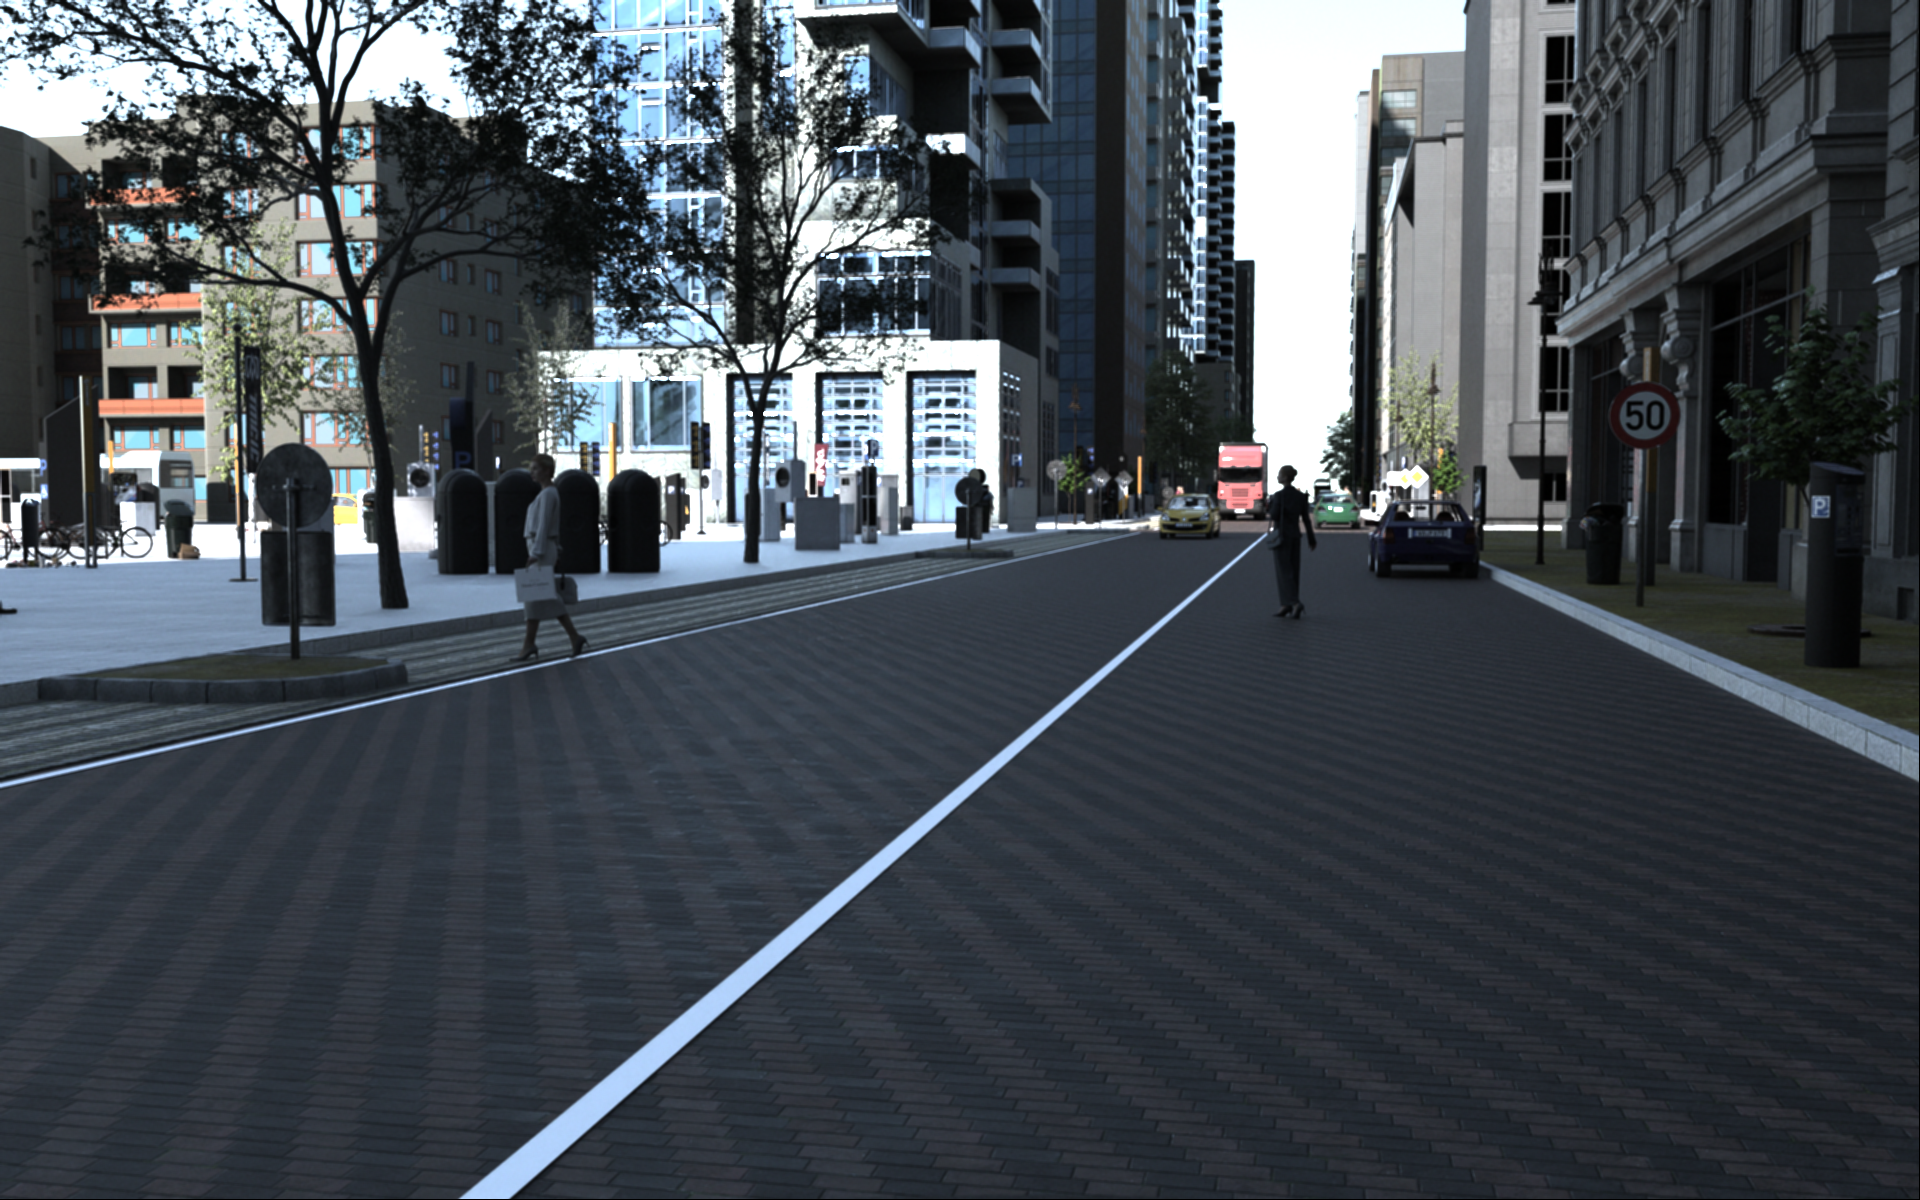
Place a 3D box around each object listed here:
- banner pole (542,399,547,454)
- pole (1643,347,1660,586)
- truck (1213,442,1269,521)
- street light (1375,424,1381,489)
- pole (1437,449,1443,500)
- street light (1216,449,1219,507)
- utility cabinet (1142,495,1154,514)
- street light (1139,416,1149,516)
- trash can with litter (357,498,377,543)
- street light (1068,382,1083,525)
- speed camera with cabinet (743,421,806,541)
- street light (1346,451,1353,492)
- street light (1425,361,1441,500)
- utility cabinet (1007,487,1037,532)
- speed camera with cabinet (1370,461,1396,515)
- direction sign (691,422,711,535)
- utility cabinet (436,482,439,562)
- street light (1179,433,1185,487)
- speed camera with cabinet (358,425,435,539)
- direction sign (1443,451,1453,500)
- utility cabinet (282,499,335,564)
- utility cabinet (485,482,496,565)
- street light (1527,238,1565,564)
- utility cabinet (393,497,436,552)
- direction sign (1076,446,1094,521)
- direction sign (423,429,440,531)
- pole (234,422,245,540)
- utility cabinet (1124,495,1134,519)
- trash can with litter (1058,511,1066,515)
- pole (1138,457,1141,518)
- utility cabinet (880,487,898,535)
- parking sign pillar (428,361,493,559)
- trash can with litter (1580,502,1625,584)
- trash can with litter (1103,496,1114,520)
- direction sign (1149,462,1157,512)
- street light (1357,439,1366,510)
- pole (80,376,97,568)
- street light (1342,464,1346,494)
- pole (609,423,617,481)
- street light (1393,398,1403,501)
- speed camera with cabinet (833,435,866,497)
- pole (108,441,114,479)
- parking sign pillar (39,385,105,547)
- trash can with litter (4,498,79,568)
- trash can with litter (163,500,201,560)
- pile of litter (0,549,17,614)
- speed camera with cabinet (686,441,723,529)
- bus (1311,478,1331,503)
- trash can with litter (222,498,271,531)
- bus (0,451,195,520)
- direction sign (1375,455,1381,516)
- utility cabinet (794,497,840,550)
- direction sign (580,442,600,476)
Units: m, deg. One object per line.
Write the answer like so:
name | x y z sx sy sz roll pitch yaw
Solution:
banner pole | -10.942 -3.408 45.732 0.401 3.779 0.863 -1 4 -16
pole | 9.612 -1.854 24.160 0.158 3.312 0.155 0 3 0
truck | 15.738 -6.555 96.088 2.839 4.237 11.283 1 4 11
street light | 27.181 -8.547 112.534 0.468 5.910 1.993 1 4 11
pole | 21.566 -5.137 77.835 0.158 3.312 0.155 0 3 0
street light | 26.232 -12.461 176.532 0.468 5.910 1.993 1 4 11
utility cabinet | 12.442 -6.327 114.606 0.306 1.237 1.020 3 5 44
street light | 10.680 -7.824 100.707 0.468 5.910 1.993 1 4 11
trash can with litter | -15.229 -2.068 45.207 0.624 1.170 1.055 0 4 3
street light | 4.775 -6.048 71.671 0.468 5.910 1.993 1 4 11
speed camera with cabinet | -5.065 -3.228 47.108 2.038 3.252 0.660 3 5 44
street light | 42.431 -13.158 187.917 0.468 5.910 1.993 1 4 11
street light | 16.500 -5.367 60.533 0.468 5.910 1.993 1 4 11
utility cabinet | 2.057 -3.005 57.808 0.318 1.500 1.173 3 5 42
speed camera with cabinet | 25.573 -6.751 104.720 0.660 3.252 2.038 -1 4 -16
direction sign | -8.156 -3.826 54.545 0.379 3.537 0.876 2 4 34
utility cabinet | -9.755 -1.480 32.884 0.318 1.500 1.173 -1 4 -15
street light | 16.694 -9.627 130.183 0.468 5.910 1.993 1 4 11
speed camera with cabinet | -16.077 -3.368 49.402 2.038 3.252 0.660 -1 4 -8
direction sign | 25.545 -6.066 91.182 0.876 3.537 0.379 -1 4 -13
utility cabinet | -11.737 -1.228 31.240 0.306 1.237 1.020 1 4 22
utility cabinet | -8.721 -1.375 31.165 1.173 1.500 0.318 2 4 27
street light | 10.607 -3.591 31.495 0.468 5.910 1.993 1 4 11
utility cabinet | -12.320 -1.693 38.846 1.020 1.237 0.306 -2 4 -28
direction sign | 5.878 -5.470 81.431 0.876 3.537 0.379 1 4 19
direction sign | -18.441 -4.186 60.437 0.876 3.537 0.379 2 4 35
pole | -20.219 -3.350 48.613 0.158 3.312 0.155 0 3 0
utility cabinet | 8.669 -4.786 89.409 0.306 1.237 1.020 -1 4 -12
trash can with litter | 5.408 -5.853 106.761 2.233 1.210 1.678 2 4 32
pole | 9.744 -6.129 94.060 0.158 3.312 0.155 0 3 0
utility cabinet | -2.220 -2.806 54.551 0.318 1.500 1.173 -1 4 -16
parking sign pillar | -9.913 -2.823 34.636 1.447 3.967 1.447 -1 4 -13
trash can with litter | 9.159 -0.823 24.843 0.624 1.170 1.055 1 4 13
trash can with litter | 7.391 -4.625 87.010 0.624 1.170 1.055 0 4 -5
direction sign | 13.584 -7.942 121.843 0.379 3.537 0.876 3 5 41
street light | 33.027 -10.351 142.025 0.468 5.910 1.993 1 4 11
pole | -15.077 -2.209 29.958 0.158 3.312 0.155 0 3 0
street light | 48.322 -14.934 216.956 0.468 5.910 1.993 1 4 11
pole | -9.963 -3.421 49.770 0.158 3.312 0.155 0 3 0
street light | 21.111 -6.773 83.531 0.468 5.910 1.993 1 4 11
speed camera with cabinet | -3.678 -3.918 58.401 0.660 3.252 2.038 -2 4 -25
pole | -32.554 -4.443 66.490 0.158 3.312 0.155 0 3 0
parking sign pillar | -21.808 -3.301 42.447 1.447 3.967 1.447 3 4 37
trash can with litter | -16.369 -1.219 30.986 1.678 1.210 2.233 0 4 -8
trash can with litter | -15.325 -1.401 34.295 0.624 1.170 1.055 -3 5 -45
pile of litter | -10.758 -0.279 18.527 1.176 0.858 1.719 -2 4 -26
speed camera with cabinet | -9.692 -4.303 64.685 0.660 3.252 2.038 -3 5 -43
bus | 55.790 -16.860 267.205 2.896 3.916 12.252 1 4 10
trash can with litter | -24.490 -3.000 60.112 2.233 1.210 1.678 1 4 14
bus | -40.468 -4.983 76.329 13.247 3.499 2.948 1 4 11
direction sign | 24.292 -6.635 100.475 0.379 3.537 0.876 0 4 -2
utility cabinet | -3.292 -1.755 39.859 1.020 1.237 0.306 -1 4 -12
direction sign | -16.077 -5.095 75.299 0.876 3.537 0.379 -2 4 -30
